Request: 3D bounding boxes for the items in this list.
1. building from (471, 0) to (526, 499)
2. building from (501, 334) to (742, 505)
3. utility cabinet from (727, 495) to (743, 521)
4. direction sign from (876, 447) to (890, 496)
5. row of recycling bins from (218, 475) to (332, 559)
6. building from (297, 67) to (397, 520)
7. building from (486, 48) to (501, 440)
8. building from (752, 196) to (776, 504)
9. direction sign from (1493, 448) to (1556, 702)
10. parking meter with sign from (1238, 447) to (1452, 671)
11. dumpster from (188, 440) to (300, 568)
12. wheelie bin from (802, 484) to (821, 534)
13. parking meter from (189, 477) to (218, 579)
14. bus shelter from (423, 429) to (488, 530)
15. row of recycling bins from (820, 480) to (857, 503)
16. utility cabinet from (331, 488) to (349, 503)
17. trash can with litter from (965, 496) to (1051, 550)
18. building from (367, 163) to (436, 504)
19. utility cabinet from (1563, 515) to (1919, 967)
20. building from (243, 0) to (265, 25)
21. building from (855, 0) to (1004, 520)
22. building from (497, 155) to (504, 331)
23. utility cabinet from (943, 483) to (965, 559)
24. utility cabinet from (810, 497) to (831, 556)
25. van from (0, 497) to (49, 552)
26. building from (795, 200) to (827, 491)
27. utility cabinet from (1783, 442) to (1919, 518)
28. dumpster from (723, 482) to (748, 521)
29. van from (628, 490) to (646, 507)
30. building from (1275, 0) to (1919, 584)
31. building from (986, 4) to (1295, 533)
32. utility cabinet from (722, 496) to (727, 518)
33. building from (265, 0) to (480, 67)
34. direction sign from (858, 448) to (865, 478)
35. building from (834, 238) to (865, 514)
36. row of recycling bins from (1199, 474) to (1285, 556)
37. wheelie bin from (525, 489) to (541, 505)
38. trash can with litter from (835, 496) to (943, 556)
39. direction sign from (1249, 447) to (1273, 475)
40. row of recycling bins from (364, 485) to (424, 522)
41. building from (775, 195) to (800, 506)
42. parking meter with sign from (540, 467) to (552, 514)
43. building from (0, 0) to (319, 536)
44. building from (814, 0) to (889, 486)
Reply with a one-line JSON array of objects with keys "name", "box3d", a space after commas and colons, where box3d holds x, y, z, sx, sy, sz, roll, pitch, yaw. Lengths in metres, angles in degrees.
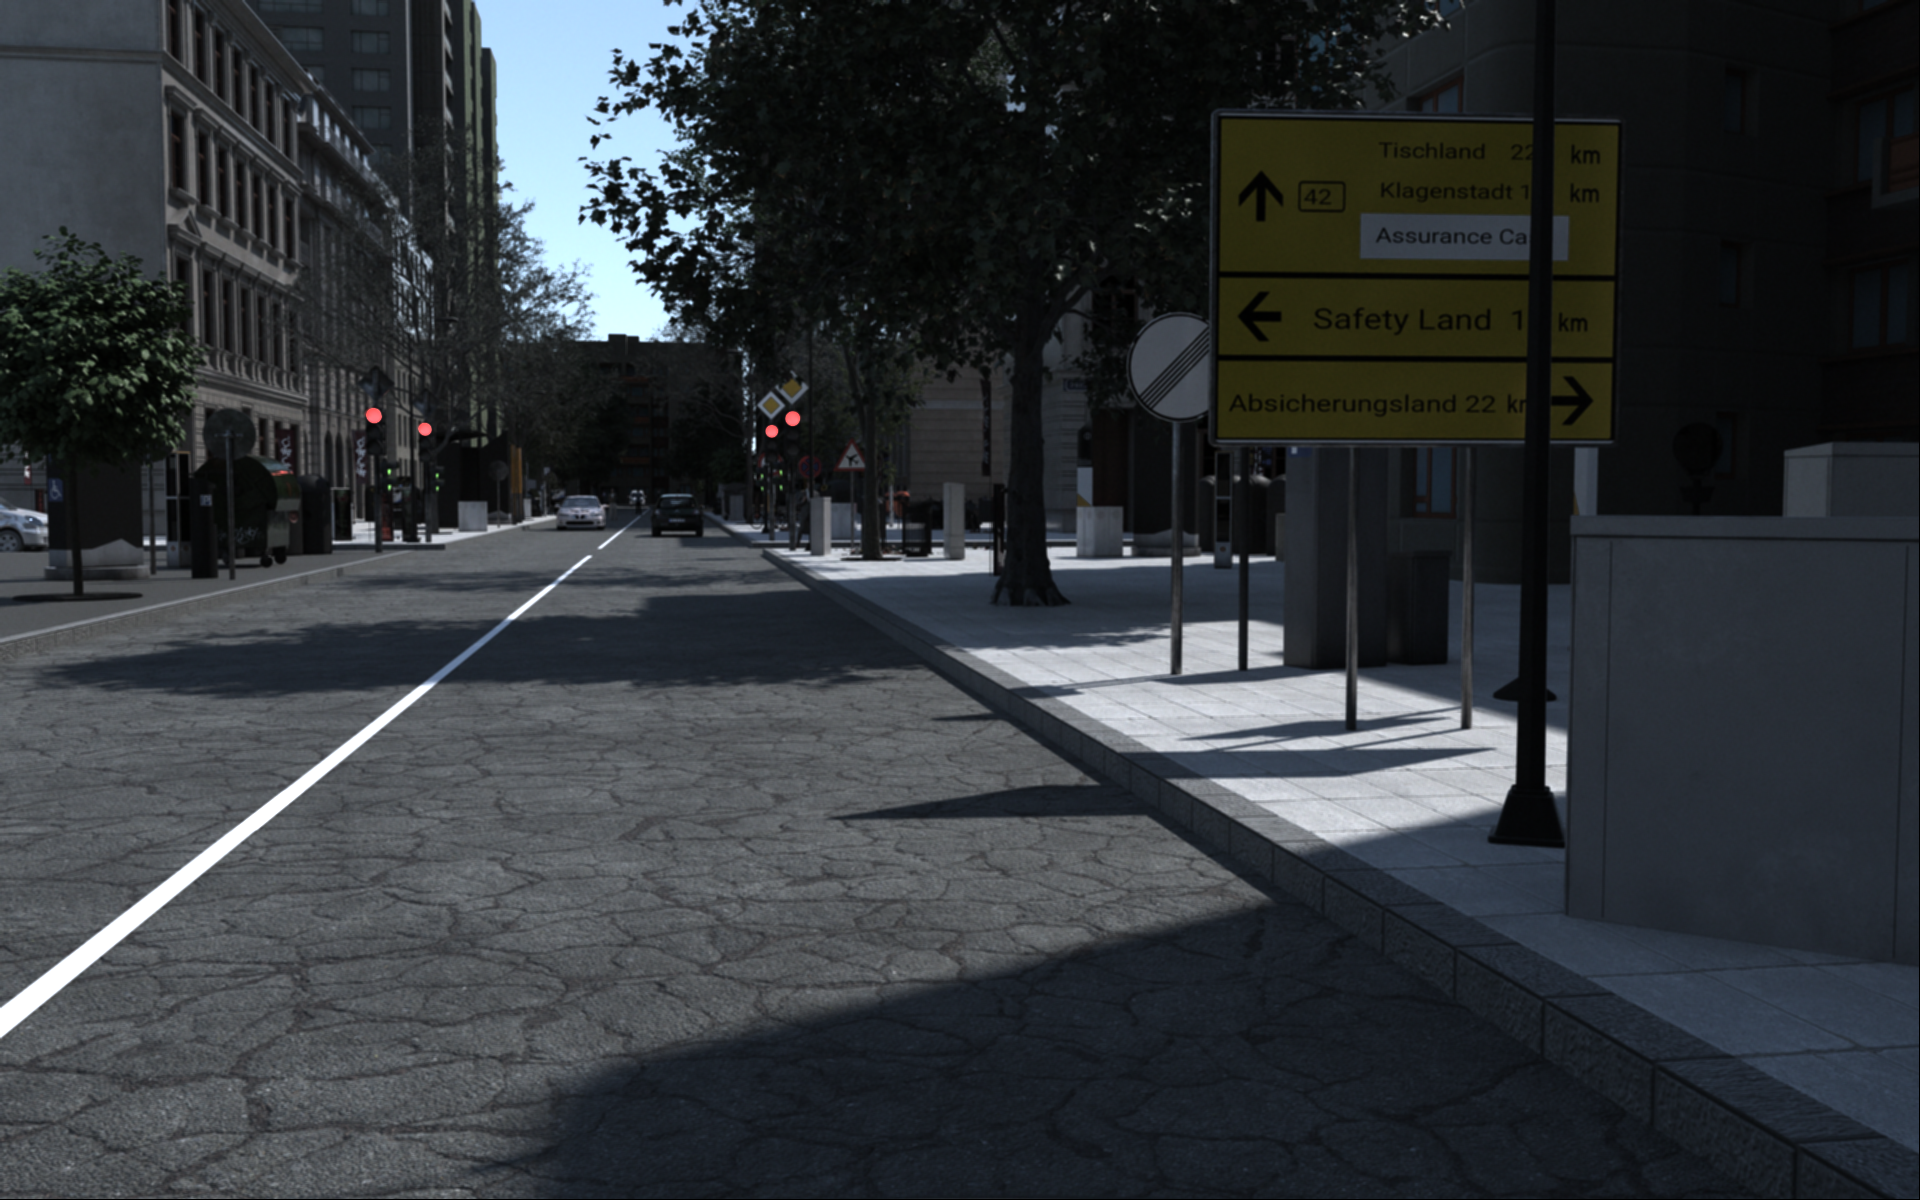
[{"name": "building", "box3d": [-60.080, -52.444, 170.138, 31.000, 86.520, 22.319, -1, 4, -10]}, {"name": "building", "box3d": [-43.248, -23.190, 224.193, 28.899, 21.520, 27.650, -1, 4, -10]}, {"name": "utility cabinet", "box3d": [-10.626, -4.353, 82.330, 0.306, 1.237, 1.020, 1, 4, 15]}, {"name": "direction sign", "box3d": [-3.816, -5.628, 84.016, 0.876, 3.537, 0.379, 1, 4, 11]}, {"name": "row of recycling bins", "box3d": [-14.300, -1.744, 35.625, 1.069, 1.692, 3.534, 1, 4, 17]}, {"name": "building", "box3d": [-35.676, -14.773, 83.340, 13.314, 21.916, 24.055, -1, 4, -10]}, {"name": "building", "box3d": [-48.546, -28.712, 153.040, 14.154, 41.232, 14.086, -1, 4, -10]}, {"name": "building", "box3d": [-14.026, -34.915, 225.489, 28.867, 44.769, 22.147, -1, 4, -10]}, {"name": "direction sign", "box3d": [3.543, -1.148, 10.763, 0.876, 3.537, 0.379, -1, 4, -11]}, {"name": "parking meter with sign", "box3d": [2.819, -1.013, 12.822, 1.738, 3.016, 0.543, -1, 4, -23]}, {"name": "dumpster", "box3d": [-12.708, -1.730, 30.785, 1.502, 2.255, 1.985, -1, 4, -9]}, {"name": "wheelie bin", "box3d": [-4.649, -2.886, 55.096, 0.693, 1.594, 0.980, -3, 5, -41]}, {"name": "parking meter", "box3d": [-11.520, -1.099, 26.381, 0.372, 1.533, 0.369, 0, 3, 0]}, {"name": "bus shelter", "box3d": [-19.050, -4.549, 65.653, 1.731, 3.624, 6.357, -1, 4, -10]}, {"name": "row of recycling bins", "box3d": [-3.600, -2.728, 51.715, 1.069, 1.692, 3.534, -1, 4, -8]}, {"name": "utility cabinet", "box3d": [-22.950, -3.346, 63.386, 1.173, 1.500, 0.318, -2, 4, -24]}, {"name": "trash can with litter", "box3d": [1.011, -1.789, 40.302, 2.233, 1.210, 1.678, 0, 4, 2]}, {"name": "building", "box3d": [-37.969, -15.227, 103.709, 10.420, 20.320, 16.860, -1, 4, -10]}, {"name": "utility cabinet", "box3d": [2.327, 0.374, 5.045, 1.020, 1.237, 0.306, 3, 4, 36]}, {"name": "building", "box3d": [-42.930, -26.982, 124.750, 14.154, 41.232, 14.086, -1, 4, -10]}, {"name": "building", "box3d": [2.036, -18.851, 94.124, 13.634, 28.700, 20.117, -1, 4, -10]}, {"name": "building", "box3d": [-72.646, -36.521, 216.724, 30.456, 49.044, 23.786, -1, 4, -10]}, {"name": "utility cabinet", "box3d": [-0.108, -1.558, 34.152, 0.318, 1.500, 1.173, 0, 4, -6]}, {"name": "utility cabinet", "box3d": [-2.930, -1.541, 36.362, 0.306, 1.237, 1.020, 0, 4, 4]}, {"name": "van", "box3d": [-23.360, -2.050, 40.537, 4.112, 2.044, 2.013, 0, 4, -8]}, {"name": "building", "box3d": [-8.085, -31.334, 162.423, 14.600, 45.320, 14.200, -1, 4, -10]}, {"name": "utility cabinet", "box3d": [4.228, 0.061, 7.677, 1.173, 1.500, 0.318, -1, 4, -14]}, {"name": "dumpster", "box3d": [-10.857, -4.794, 84.145, 1.264, 1.857, 1.865, -1, 4, -10]}, {"name": "van", "box3d": [-36.196, -11.449, 194.206, 2.013, 2.044, 4.112, -1, 4, -10]}, {"name": "building", "box3d": [22.097, -10.745, 20.729, 27.650, 21.520, 28.899, -1, 4, -10]}, {"name": "building", "box3d": [12.160, -13.845, 62.529, 21.152, 22.565, 11.583, -1, 4, -10]}, {"name": "utility cabinet", "box3d": [-12.068, -4.878, 90.913, 1.020, 1.237, 0.306, 3, 4, 38]}, {"name": "building", "box3d": [-45.953, -27.829, 138.605, 14.154, 41.232, 14.086, -1, 4, -10]}, {"name": "direction sign", "box3d": [-4.617, -5.694, 85.088, 0.876, 3.537, 0.379, -3, 4, -37]}, {"name": "building", "box3d": [-1.376, -18.099, 113.939, 12.078, 24.808, 19.932, -1, 4, -10]}, {"name": "row of recycling bins", "box3d": [6.184, -1.854, 37.420, 1.069, 1.692, 3.534, -2, 4, -26]}, {"name": "wheelie bin", "box3d": [-25.071, -5.730, 101.593, 0.693, 1.594, 0.980, 1, 4, 22]}, {"name": "trash can with litter", "box3d": [-1.435, -1.574, 36.789, 2.233, 1.210, 1.678, 0, 4, -8]}, {"name": "direction sign", "box3d": [8.860, -3.643, 51.562, 0.876, 3.537, 0.379, 2, 4, 24]}, {"name": "row of recycling bins", "box3d": [-26.169, -4.531, 81.202, 3.534, 1.692, 1.069, 0, 4, 2]}, {"name": "building", "box3d": [-7.982, -34.055, 180.492, 21.300, 48.544, 21.600, -1, 4, -10]}, {"name": "parking meter with sign", "box3d": [-26.772, -7.047, 111.476, 0.543, 3.016, 1.738, 0, 4, 2]}, {"name": "building", "box3d": [-30.574, -13.750, 60.963, 11.583, 22.565, 21.152, -1, 4, -10]}, {"name": "building", "box3d": [-0.218, -31.867, 140.631, 23.786, 49.044, 30.456, -1, 4, -10]}]
